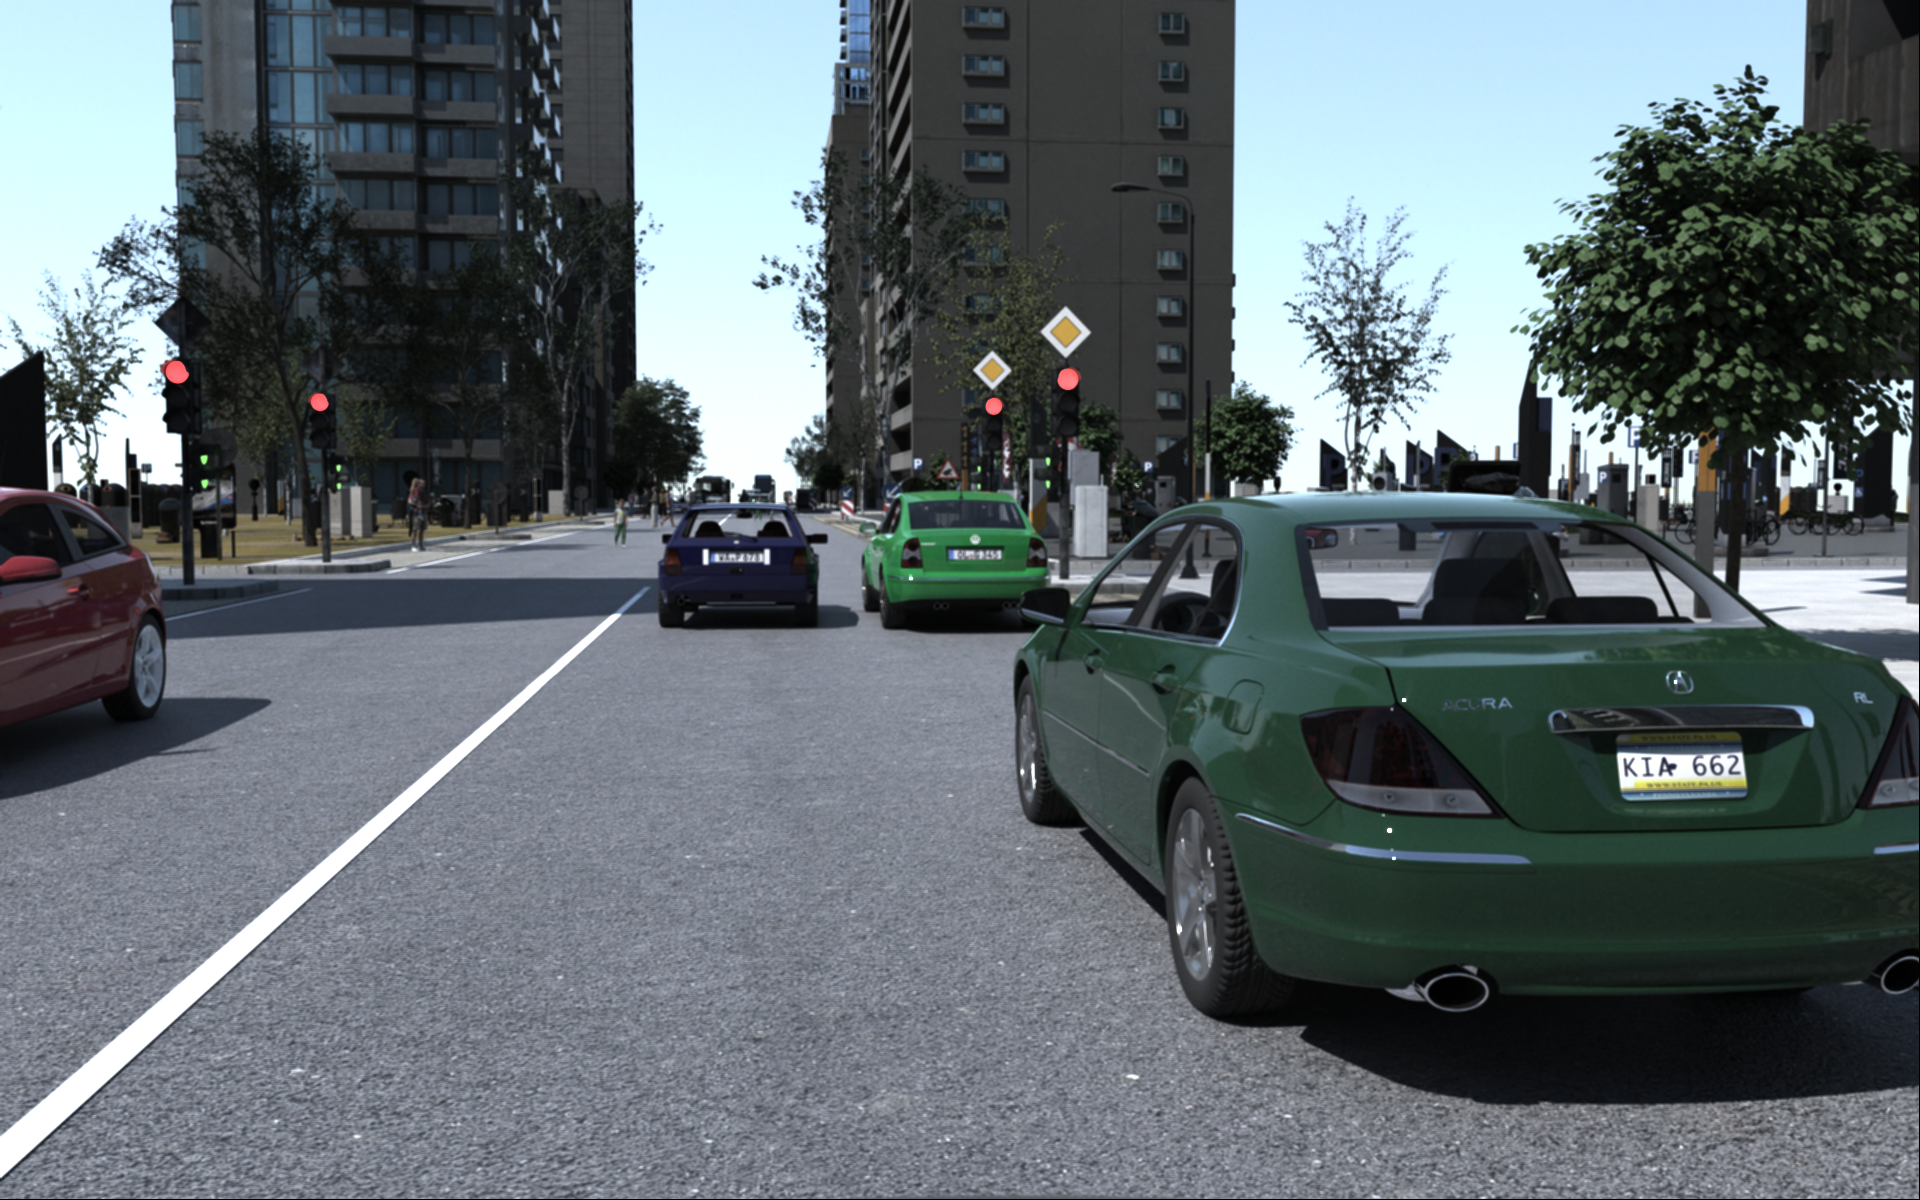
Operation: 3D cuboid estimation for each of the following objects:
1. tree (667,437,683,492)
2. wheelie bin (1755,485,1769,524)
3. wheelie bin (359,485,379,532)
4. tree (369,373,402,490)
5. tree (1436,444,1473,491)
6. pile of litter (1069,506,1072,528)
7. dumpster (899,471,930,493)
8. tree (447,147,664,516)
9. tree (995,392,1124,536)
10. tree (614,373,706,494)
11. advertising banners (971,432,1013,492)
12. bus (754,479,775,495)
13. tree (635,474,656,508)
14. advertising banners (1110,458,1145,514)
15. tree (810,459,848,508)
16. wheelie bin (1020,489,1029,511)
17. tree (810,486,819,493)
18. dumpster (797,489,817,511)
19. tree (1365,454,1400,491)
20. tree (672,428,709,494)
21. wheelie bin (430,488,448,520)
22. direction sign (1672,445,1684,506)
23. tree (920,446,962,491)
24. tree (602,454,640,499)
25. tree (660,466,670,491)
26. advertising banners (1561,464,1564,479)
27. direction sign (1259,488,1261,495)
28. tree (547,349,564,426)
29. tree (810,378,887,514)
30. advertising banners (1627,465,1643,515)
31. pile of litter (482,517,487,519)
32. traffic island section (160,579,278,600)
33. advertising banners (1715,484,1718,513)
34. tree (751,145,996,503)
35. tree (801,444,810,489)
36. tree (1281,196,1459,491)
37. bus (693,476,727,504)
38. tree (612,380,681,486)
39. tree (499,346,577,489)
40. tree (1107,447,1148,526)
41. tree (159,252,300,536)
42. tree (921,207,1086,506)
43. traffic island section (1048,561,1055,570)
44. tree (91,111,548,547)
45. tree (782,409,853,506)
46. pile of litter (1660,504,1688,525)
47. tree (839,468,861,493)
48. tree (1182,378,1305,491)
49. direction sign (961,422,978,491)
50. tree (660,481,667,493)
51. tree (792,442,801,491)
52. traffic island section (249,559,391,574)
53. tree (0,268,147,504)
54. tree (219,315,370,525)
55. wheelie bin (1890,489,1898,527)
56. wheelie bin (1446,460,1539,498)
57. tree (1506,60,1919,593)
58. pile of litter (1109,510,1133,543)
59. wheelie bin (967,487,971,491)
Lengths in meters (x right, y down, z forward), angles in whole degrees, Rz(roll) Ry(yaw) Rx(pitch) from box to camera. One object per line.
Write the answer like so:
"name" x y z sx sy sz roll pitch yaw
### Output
"tree" -34.839 -15.732 207.576 4.737 8.622 4.395 0 3 0
"wheelie bin" 28.695 -3.339 62.497 0.693 1.594 0.980 -3 5 -42
"wheelie bin" -20.044 -3.081 58.285 0.693 1.594 0.980 1 4 13
"tree" -35.824 -9.367 103.505 4.737 8.622 4.395 0 3 0
"tree" 19.485 -4.481 67.872 1.663 3.219 1.824 0 3 0
"pile of litter" 4.437 -3.169 65.784 1.176 0.858 1.719 -1 4 -19
"dumpster" -1.951 -4.329 73.278 1.502 2.255 1.985 0 4 -7
"tree" -23.683 -14.780 97.537 12.611 20.169 13.585 0 3 0
"tree" 2.663 -4.523 57.672 4.285 4.588 4.351 0 3 0
"tree" -31.892 -16.913 183.176 9.857 13.997 8.962 0 3 0
"advertising banners" 0.884 -3.248 49.292 0.090 3.025 2.074 -2 4 -35
"bus" -28.469 -15.961 252.514 2.896 3.916 12.252 -1 4 -9
"tree" -29.562 -10.248 162.157 1.663 3.219 1.824 0 3 0
"advertising banners" 8.153 -5.322 83.208 2.074 3.025 0.090 0 4 -1
"tree" -13.907 -11.909 178.424 4.285 4.588 4.351 0 3 0
"wheelie bin" 3.621 -5.616 99.737 0.693 1.594 0.980 -1 4 -17
"tree" -18.556 -13.982 223.205 1.663 3.219 1.824 0 3 0
"dumpster" -13.234 -8.663 149.852 1.865 1.857 1.264 0 4 -7
"tree" 20.273 -5.410 83.059 1.663 3.219 1.824 0 3 0
"tree" -42.362 -20.767 265.290 9.928 11.665 9.643 0 3 0
"wheelie bin" -25.378 -4.676 84.369 0.980 1.594 0.693 -3 4 -36
"direction sign" 33.538 -5.441 80.959 0.876 3.537 0.379 -3 4 -38
"tree" -0.871 -4.519 68.482 1.663 3.219 1.824 0 3 0
"tree" -27.375 -9.533 139.572 4.285 4.588 4.351 0 3 0
"tree" -34.007 -15.050 196.423 4.360 8.622 3.978 0 3 0
"advertising banners" 34.844 -6.397 100.781 0.090 3.025 2.074 0 4 4
"direction sign" 9.855 -3.969 56.886 0.379 3.537 0.876 1 4 20
"tree" -17.931 -7.918 63.867 8.767 10.594 7.601 3 5 40
"tree" -6.289 -9.678 108.604 4.360 8.622 3.978 0 3 0
"advertising banners" 39.914 -6.513 102.675 2.074 3.025 0.090 -3 5 -39
"pile of litter" -24.296 -4.684 90.550 1.176 0.858 1.719 -3 5 -39
"traffic island section" -10.963 -0.141 24.586 2.009 0.180 2.903 0 4 -7
"advertising banners" 32.428 -4.774 74.247 0.090 3.025 2.074 2 4 26
"tree" -4.769 -14.605 94.684 12.611 20.169 13.585 0 3 0
"tree" -12.878 -13.407 169.567 4.360 8.622 3.978 0 3 0
"tree" 10.230 -5.712 43.750 4.360 8.622 3.978 0 3 0
"bus" -24.061 -10.565 167.600 2.948 3.499 13.247 0 4 -6
"tree" -31.729 -15.523 171.928 7.486 12.596 7.792 0 3 0
"tree" -21.069 -8.319 86.384 4.360 8.622 3.978 0 3 0
"tree" 6.661 -4.659 70.770 1.663 3.219 1.824 0 3 0
"tree" -22.660 -6.304 53.428 4.360 8.622 3.978 0 3 0
"tree" 1.337 -5.731 44.069 4.737 8.622 4.395 0 3 0
"traffic island section" 0.647 -0.717 33.999 2.009 0.180 2.903 0 4 -7
"tree" -16.153 -6.602 42.350 7.601 10.594 8.767 3 4 39
"tree" -15.627 -15.720 191.432 8.767 10.594 7.601 0 4 3
"pile of litter" 30.218 -3.638 73.441 1.719 0.858 1.176 -2 4 -35
"tree" -8.087 -8.151 127.865 1.663 3.219 1.824 0 3 0
"tree" 8.021 -3.982 48.818 4.285 4.588 4.351 0 3 0
"direction sign" 0.295 -3.837 54.724 0.379 3.537 0.876 -2 4 -34
"tree" -35.025 -12.744 202.962 1.663 3.219 1.824 0 3 0
"tree" -20.103 -17.077 229.565 4.360 8.622 3.978 0 3 0
"traffic island section" -11.907 -0.626 32.516 2.009 0.180 2.903 0 4 -7
"tree" -28.245 -6.436 55.595 4.737 8.622 4.395 0 3 0
"tree" -27.521 -7.346 70.476 4.737 8.622 4.395 0 3 0
"wheelie bin" 34.012 -3.410 63.668 0.980 1.594 0.693 -1 4 -19
"wheelie bin" 4.944 -0.508 16.221 0.980 1.594 0.693 0 4 5
"tree" 5.958 -1.801 13.167 4.285 4.588 4.351 0 3 0
"pile of litter" 4.264 -1.978 46.298 1.176 0.858 1.719 3 5 41
"wheelie bin" 0.568 -4.408 79.979 0.693 1.594 0.980 -1 4 -18
